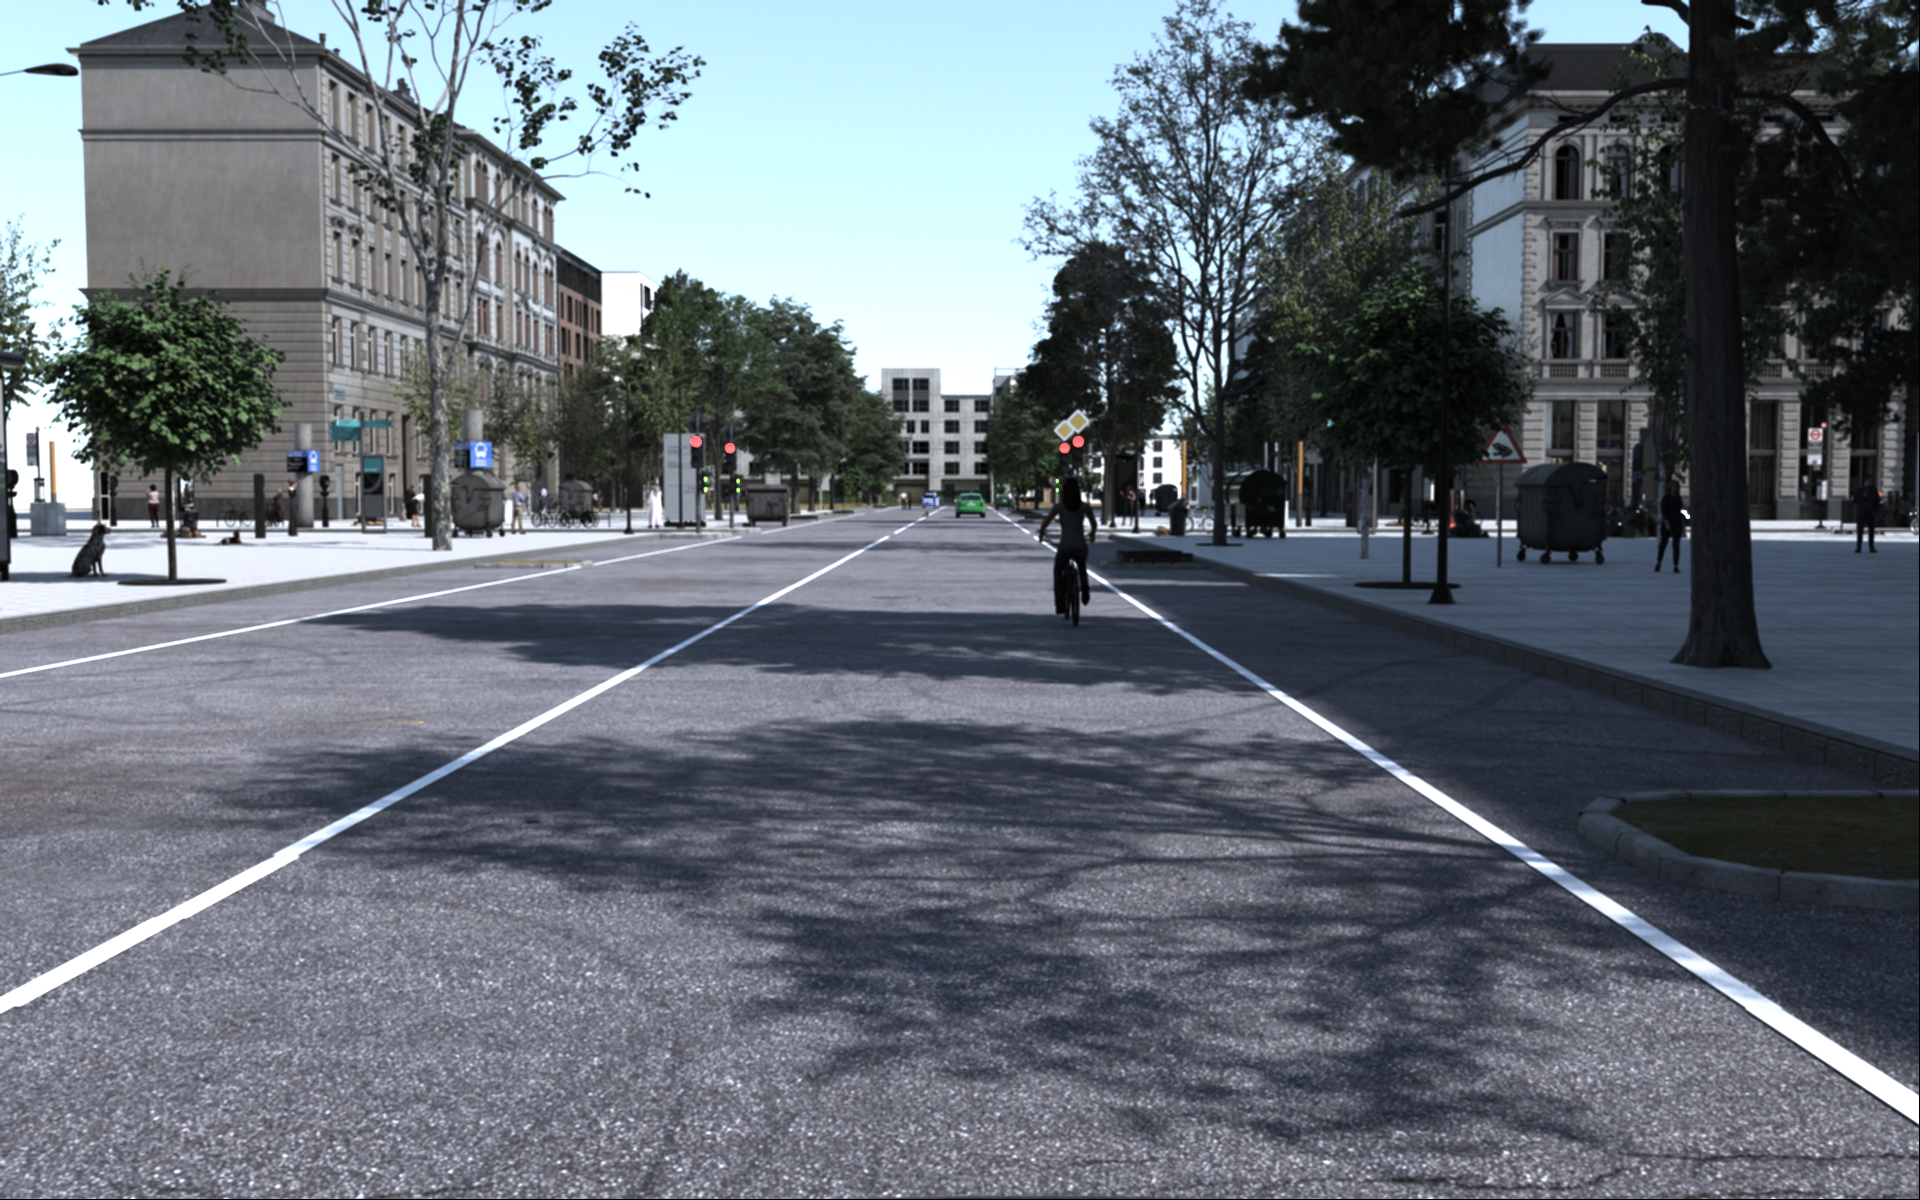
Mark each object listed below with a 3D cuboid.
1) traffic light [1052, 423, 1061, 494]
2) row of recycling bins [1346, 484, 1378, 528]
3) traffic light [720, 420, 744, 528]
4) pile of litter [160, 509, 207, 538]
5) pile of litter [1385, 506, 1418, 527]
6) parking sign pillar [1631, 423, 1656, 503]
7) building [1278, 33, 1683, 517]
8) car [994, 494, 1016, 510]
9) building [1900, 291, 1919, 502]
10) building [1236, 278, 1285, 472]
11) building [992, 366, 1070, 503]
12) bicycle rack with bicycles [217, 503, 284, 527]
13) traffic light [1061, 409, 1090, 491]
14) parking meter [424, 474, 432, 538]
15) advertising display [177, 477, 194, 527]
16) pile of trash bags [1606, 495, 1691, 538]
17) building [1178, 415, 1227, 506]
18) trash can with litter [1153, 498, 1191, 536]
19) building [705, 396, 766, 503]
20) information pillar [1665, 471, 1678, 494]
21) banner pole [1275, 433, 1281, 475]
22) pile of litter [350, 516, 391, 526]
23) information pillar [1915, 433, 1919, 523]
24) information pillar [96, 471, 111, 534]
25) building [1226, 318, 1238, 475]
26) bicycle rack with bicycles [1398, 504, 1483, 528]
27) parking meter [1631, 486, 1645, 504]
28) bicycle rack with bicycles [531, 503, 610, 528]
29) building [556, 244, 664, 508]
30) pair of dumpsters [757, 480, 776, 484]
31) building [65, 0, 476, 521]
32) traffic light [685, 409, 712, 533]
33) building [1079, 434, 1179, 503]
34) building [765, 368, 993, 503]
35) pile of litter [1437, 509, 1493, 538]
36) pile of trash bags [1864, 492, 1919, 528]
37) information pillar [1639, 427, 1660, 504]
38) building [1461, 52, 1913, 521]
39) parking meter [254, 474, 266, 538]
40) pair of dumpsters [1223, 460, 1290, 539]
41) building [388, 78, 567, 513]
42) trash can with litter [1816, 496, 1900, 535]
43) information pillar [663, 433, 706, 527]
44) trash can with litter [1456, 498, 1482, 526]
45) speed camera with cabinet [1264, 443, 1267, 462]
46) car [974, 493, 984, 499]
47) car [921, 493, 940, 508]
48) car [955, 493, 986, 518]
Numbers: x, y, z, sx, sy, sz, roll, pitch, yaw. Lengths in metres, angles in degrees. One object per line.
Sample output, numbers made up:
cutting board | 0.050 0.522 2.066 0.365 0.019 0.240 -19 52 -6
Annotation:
traffic light | 3.859 -4.602 64.484 0.839 4.213 0.868 0 4 0
row of recycling bins | 15.484 -3.637 66.576 1.069 1.692 3.534 0 4 7
traffic light | -8.502 -4.605 64.530 0.839 4.213 0.868 0 4 0
pile of litter | -22.895 -2.268 51.041 1.176 0.858 1.719 -3 4 -37
pile of litter | 17.628 -3.372 69.093 1.176 0.858 1.719 0 4 -1
parking sign pillar | 25.917 -4.723 65.690 1.447 3.967 1.447 3 5 41
building | 33.797 -20.836 117.090 17.030 29.872 44.131 0 4 0
car | 4.227 -9.192 162.080 2.131 1.459 4.920 0 4 2
building | 55.511 -14.537 86.823 18.267 20.994 9.793 0 4 0
building | 33.300 -18.030 151.216 16.016 20.091 11.380 0 4 0
building | 10.385 -24.070 249.959 11.380 20.091 16.016 0 4 0
bicycle rack with bicycles | -27.786 -3.361 68.329 2.852 0.926 2.925 0 4 7
traffic light | 3.818 -4.113 56.499 0.839 4.213 0.868 0 4 0
parking meter | -15.578 -2.760 50.841 0.255 1.863 0.399 -1 4 -11
advertising display | -29.322 -3.695 65.619 0.123 1.923 0.974 0 4 5
pile of trash bags | 20.834 -2.530 51.120 3.447 1.369 1.912 0 3 0
building | 29.678 -14.744 183.214 9.099 9.664 28.070 0 4 0
trash can with litter | 6.432 -2.525 52.670 1.055 1.170 0.624 -1 4 -20
building | -42.582 -23.452 249.889 31.486 18.905 16.747 0 4 0
information pillar | 22.541 -3.089 54.992 0.304 2.012 0.304 -3 5 -42
banner pole | 12.926 -4.926 70.562 0.401 3.779 0.863 2 4 27
pile of litter | -23.883 -3.456 70.464 1.719 0.858 1.176 0 4 -4
information pillar | 36.853 -4.543 65.593 0.184 3.620 1.656 -1 4 -9
information pillar | -27.414 -3.114 55.406 0.304 2.012 0.304 3 5 42
building | 33.436 -18.758 163.121 16.016 20.091 11.380 0 4 0
bicycle rack with bicycles | 18.030 -3.206 65.803 2.925 0.926 2.852 3 4 37
parking meter | 20.693 -2.721 52.893 0.372 1.533 0.369 0 3 0
bicycle rack with bicycles | -14.754 -3.253 66.574 2.852 0.926 2.925 -3 5 -43
building | -43.305 -19.141 156.926 27.936 21.610 32.646 0 4 0
pair of dumpsters | -13.403 -7.178 119.851 1.574 2.255 4.436 0 4 0
building | -36.180 -18.220 95.157 12.463 27.353 25.104 0 4 0
traffic light | -8.543 -4.116 56.545 0.839 4.213 0.868 0 4 0
building | 30.442 -18.645 246.995 28.070 9.664 9.099 0 4 0
building | -11.046 -23.488 250.479 31.486 18.905 16.747 0 4 0
pile of litter | 14.806 -2.270 51.077 1.719 0.858 1.176 3 4 38
pile of trash bags | 35.437 -3.462 66.362 1.912 1.369 3.447 1 4 14
information pillar | 26.779 -4.771 67.382 0.750 3.857 0.750 1 4 12
building | 36.413 -15.841 87.882 19.941 23.489 11.050 0 4 0
parking meter | -20.313 -2.724 50.244 0.255 1.863 0.399 -1 4 -17
pair of dumpsters | 8.728 -3.007 51.659 1.574 2.255 4.436 0 4 0
building | -36.515 -20.307 119.406 14.401 28.519 23.554 0 4 0
trash can with litter | 28.515 -2.678 54.840 1.678 1.210 2.233 -3 4 -36
information pillar | -10.694 -4.645 67.257 1.656 3.620 0.184 1 4 10
trash can with litter | 16.375 -2.712 55.733 0.624 1.170 1.055 3 5 40
speed camera with cabinet | 11.979 -4.474 67.483 0.660 3.252 2.038 2 4 31
car | 1.357 -9.593 166.635 2.009 1.686 4.222 0 4 -1
car | -3.046 -10.399 179.609 1.945 1.707 3.694 0 4 0
car | 0.623 -5.897 105.213 1.959 1.807 4.718 0 4 -1
